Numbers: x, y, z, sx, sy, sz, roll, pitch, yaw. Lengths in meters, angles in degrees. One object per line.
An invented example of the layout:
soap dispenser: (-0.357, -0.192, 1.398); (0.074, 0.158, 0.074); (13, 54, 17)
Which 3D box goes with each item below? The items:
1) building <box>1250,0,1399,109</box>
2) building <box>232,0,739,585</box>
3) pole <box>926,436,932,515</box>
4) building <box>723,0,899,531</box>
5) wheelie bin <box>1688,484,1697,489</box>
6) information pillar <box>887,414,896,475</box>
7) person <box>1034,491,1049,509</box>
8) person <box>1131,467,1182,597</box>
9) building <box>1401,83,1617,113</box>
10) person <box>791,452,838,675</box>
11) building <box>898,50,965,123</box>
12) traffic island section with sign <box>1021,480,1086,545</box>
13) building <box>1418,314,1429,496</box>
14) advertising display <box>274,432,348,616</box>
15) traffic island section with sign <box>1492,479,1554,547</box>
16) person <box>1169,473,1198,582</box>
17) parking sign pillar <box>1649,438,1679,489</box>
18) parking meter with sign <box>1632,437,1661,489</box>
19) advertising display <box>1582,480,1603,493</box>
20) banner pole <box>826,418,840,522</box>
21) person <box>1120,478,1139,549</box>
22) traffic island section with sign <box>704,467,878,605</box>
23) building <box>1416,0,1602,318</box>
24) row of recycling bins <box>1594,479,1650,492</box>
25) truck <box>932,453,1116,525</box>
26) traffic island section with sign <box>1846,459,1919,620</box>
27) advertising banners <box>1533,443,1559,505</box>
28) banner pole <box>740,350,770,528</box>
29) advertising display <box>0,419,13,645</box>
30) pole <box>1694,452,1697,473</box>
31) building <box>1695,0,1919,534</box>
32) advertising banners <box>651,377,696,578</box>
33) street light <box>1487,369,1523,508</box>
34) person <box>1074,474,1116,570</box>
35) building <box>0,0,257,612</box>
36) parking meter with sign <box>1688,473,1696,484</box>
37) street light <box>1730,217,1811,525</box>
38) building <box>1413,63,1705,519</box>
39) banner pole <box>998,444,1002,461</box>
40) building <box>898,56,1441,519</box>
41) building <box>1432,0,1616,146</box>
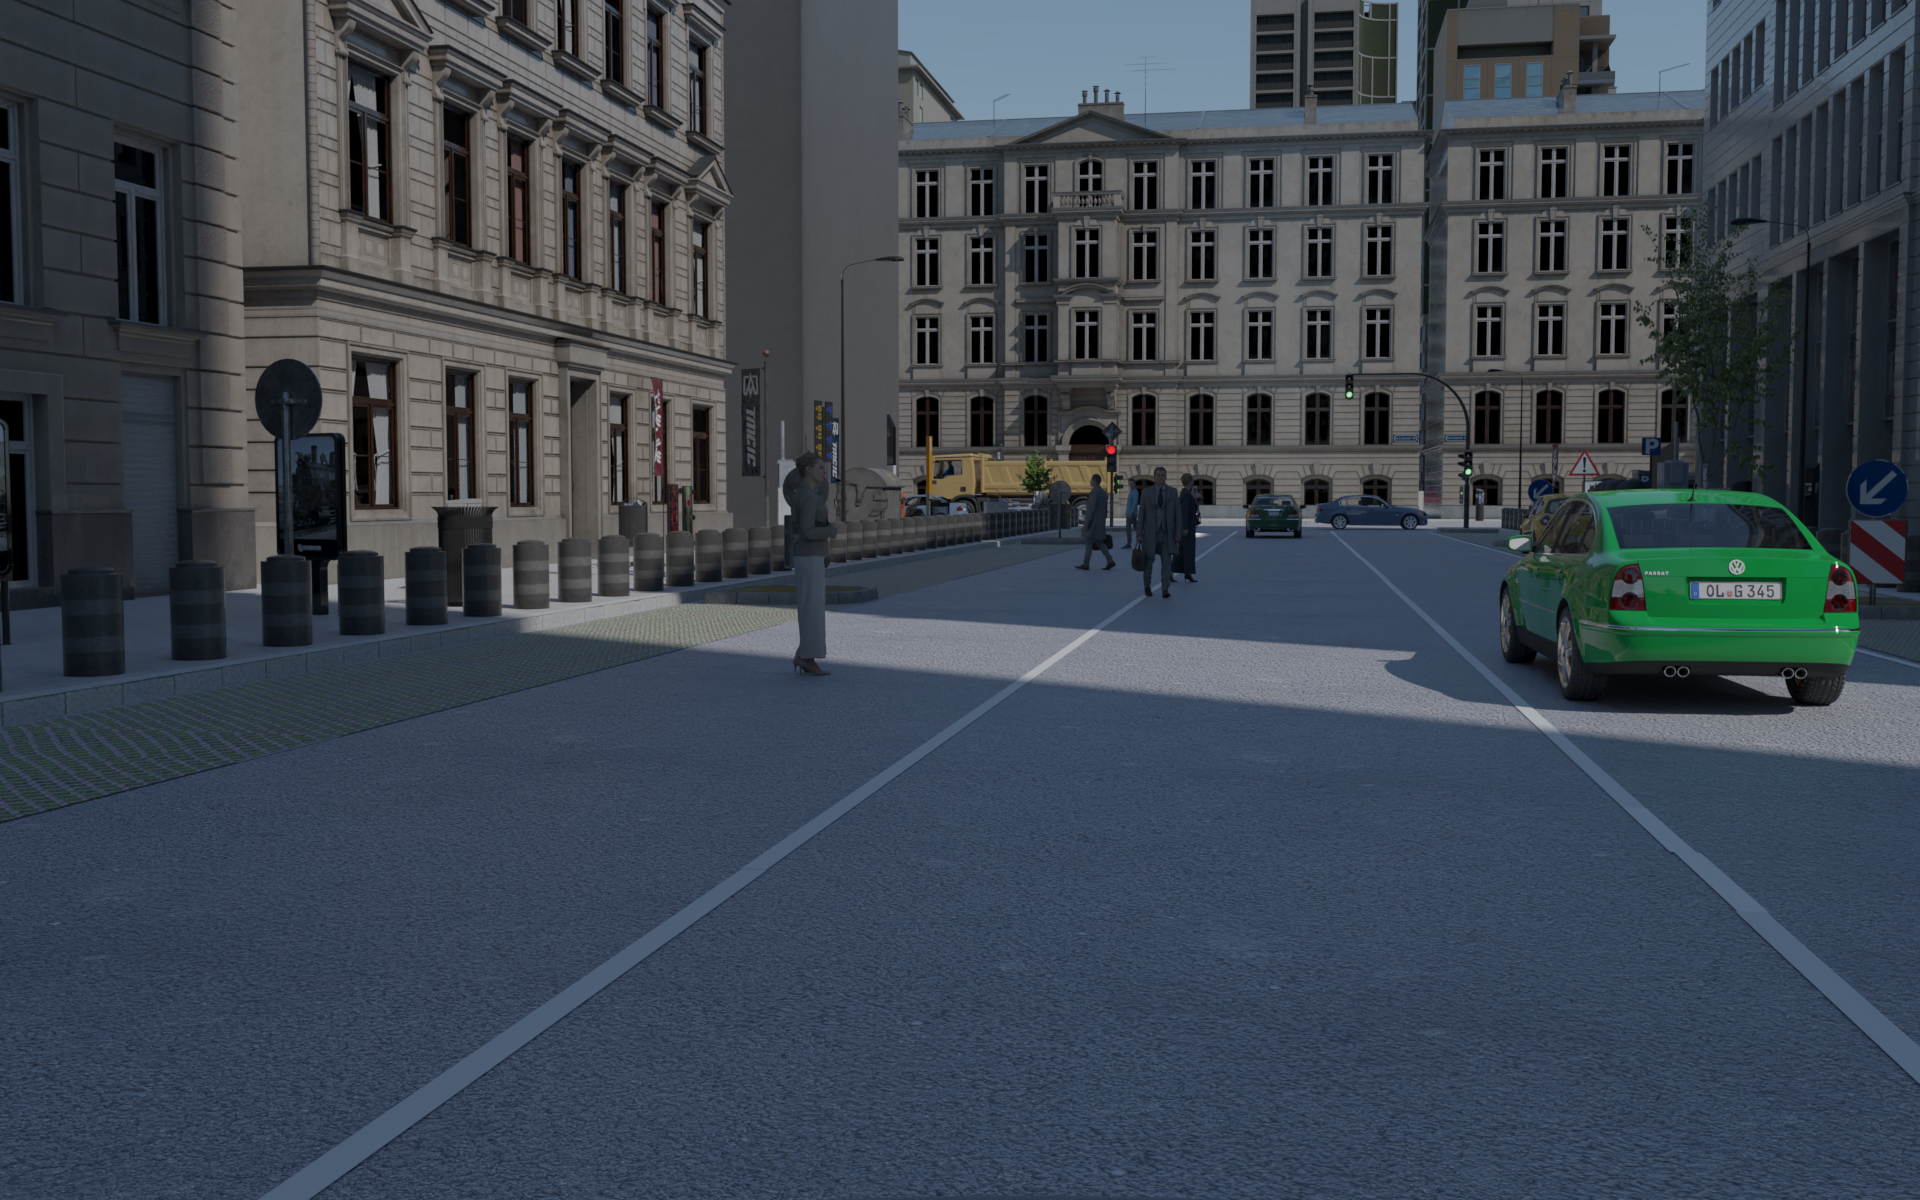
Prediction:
building: (52.471, -49.736, 251.429); (20.611, 71.187, 20.563); (1, 4, 11)
building: (-11.845, -10.335, 33.602); (10.561, 19.102, 19.286); (1, 4, 11)
pole: (-1.091, -4.122, 61.235); (0.158, 3.312, 0.155); (0, 3, 0)
building: (-14.889, -16.206, 58.482); (24.014, 27.812, 14.314); (1, 4, 11)
wheelie bin: (22.535, -2.788, 53.485); (0.980, 1.594, 0.693); (-2, 4, -26)
information pillar: (-1.999, -3.610, 50.371); (0.183, 3.616, 0.504); (-2, 4, -26)
person: (3.544, -4.097, 75.581); (0.679, 1.850, 0.850); (0, 4, -4)
person: (2.746, -0.947, 24.088); (0.694, 1.812, 0.767); (0, 4, 1)
building: (76.720, -43.185, 248.070); (28.212, 58.520, 21.231); (1, 4, 11)
person: (-1.143, -0.284, 13.689); (0.362, 1.759, 0.519); (-1, 4, -12)
building: (-15.512, -38.223, 214.183); (27.495, 52.752, 28.713); (1, 4, 11)
traffic island section with sign: (2.876, -2.512, 49.705); (1.989, 1.847, 2.006); (1, 4, 11)
building: (60.731, -20.382, 178.279); (27.650, 21.520, 28.899); (1, 4, 11)
advertising display: (-6.893, -0.807, 18.402); (0.974, 1.923, 0.123); (2, 4, 30)
traffic island section with sign: (15.582, -2.356, 47.156); (1.989, 1.847, 2.006); (1, 4, 11)
person: (3.636, -1.172, 28.092); (0.534, 1.772, 0.576); (-2, 4, -26)
parking sign pillar: (33.842, -5.795, 83.227); (1.447, 3.967, 1.447); (2, 4, 31)
parking meter with sign: (21.355, -3.544, 54.208); (0.543, 3.016, 1.738); (0, 4, 5)
advertising display: (29.725, -4.657, 81.358); (0.974, 1.923, 0.123); (1, 4, 23)
banner pole: (-3.693, -3.665, 49.944); (0.401, 3.779, 0.863); (2, 4, 28)
person: (4.552, -2.245, 45.064); (0.748, 1.841, 0.638); (1, 4, 14)
traffic island section with sign: (-2.175, -0.893, 23.226); (1.989, 1.847, 2.006); (1, 4, 11)
building: (62.084, -46.739, 202.440); (20.563, 71.187, 20.611); (1, 4, 11)
row of recycling bins: (18.402, -2.520, 48.320); (1.069, 1.692, 3.534); (0, 4, 8)
truck: (2.444, -5.308, 82.708); (9.791, 3.379, 3.469); (1, 4, 10)
traffic island section with sign: (10.525, -0.732, 20.594); (1.989, 1.847, 2.006); (1, 4, 11)
advertising banners: (20.545, -3.947, 60.722); (0.090, 3.025, 2.074); (0, 4, -3)
banner pole: (-3.542, -2.464, 30.308); (0.863, 3.779, 0.401); (3, 5, 40)
advertising display: (-8.434, -0.562, 14.404); (0.974, 1.923, 0.123); (-3, 5, -43)
pole: (34.863, -5.394, 82.032); (0.158, 3.312, 0.155); (0, 3, 0)
building: (27.532, -16.220, 42.688); (11.434, 29.767, 29.804); (1, 4, 11)
advertising banners: (-4.453, -1.878, 26.889); (0.090, 3.025, 2.074); (1, 4, 8)
street light: (20.246, -5.610, 64.272); (1.470, 5.913, 1.316); (1, 4, 11)
person: (2.548, -1.471, 32.646); (0.767, 1.812, 0.694); (2, 4, 29)
building: (-17.337, -13.123, 11.822); (12.463, 27.353, 25.104); (1, 4, 11)
parking meter with sign: (26.315, -4.016, 61.923); (0.543, 3.016, 1.738); (-3, 4, -38)
street light: (13.623, -3.461, 29.134); (1.470, 5.913, 1.316); (1, 4, 11)
building: (42.117, -16.534, 89.414); (34.723, 24.649, 14.460); (1, 4, 11)
banner pole: (1.984, -5.890, 86.325); (0.401, 3.779, 0.863); (1, 4, 18)
building: (7.829, -16.942, 96.087); (34.723, 24.649, 14.460); (1, 4, 11)
building: (50.421, -31.023, 157.335); (14.600, 45.320, 14.200); (1, 4, 11)
